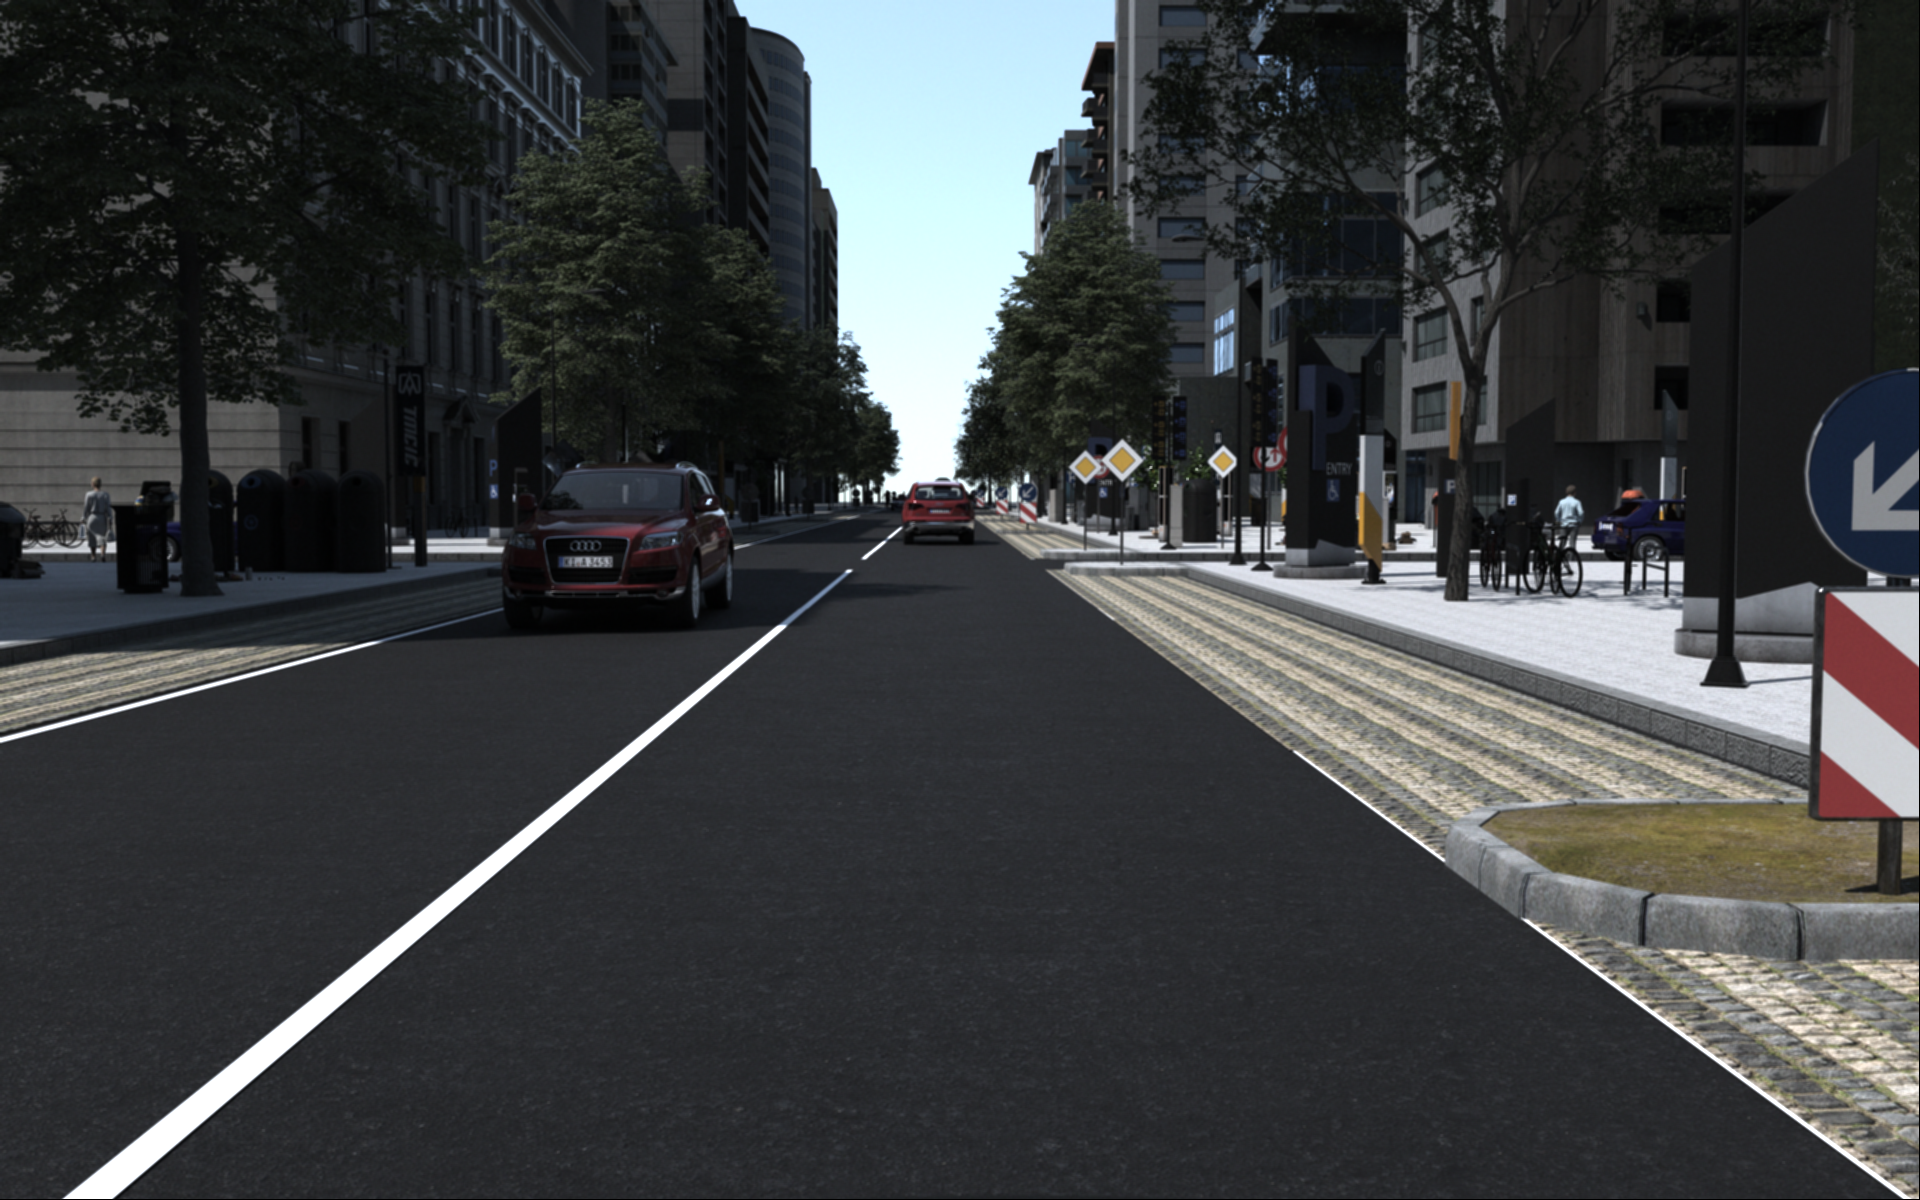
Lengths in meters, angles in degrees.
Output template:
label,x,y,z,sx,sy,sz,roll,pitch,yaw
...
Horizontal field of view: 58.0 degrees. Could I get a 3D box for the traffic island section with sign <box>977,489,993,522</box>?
label,x,y,z,sx,sy,sz,roll,pitch,yaw
traffic island section with sign,2.024,-4.925,89.148,1.989,1.847,2.006,0,4,-1

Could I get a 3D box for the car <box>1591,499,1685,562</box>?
label,x,y,z,sx,sy,sz,roll,pitch,yaw
car,15.130,-1.404,35.539,3.894,1.354,1.945,0,4,0

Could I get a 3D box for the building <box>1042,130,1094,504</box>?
label,x,y,z,sx,sy,sz,roll,pitch,yaw
building,22.367,-37.286,229.238,23.786,49.044,30.456,0,4,-1

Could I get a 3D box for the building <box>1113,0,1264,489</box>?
label,x,y,z,sx,sy,sz,roll,pitch,yaw
building,22.870,-36.488,138.577,21.231,58.520,28.212,0,4,-1

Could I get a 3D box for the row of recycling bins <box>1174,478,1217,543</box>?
label,x,y,z,sx,sy,sz,roll,pitch,yaw
row of recycling bins,6.346,-2.444,47.076,1.069,1.692,3.534,0,4,-1

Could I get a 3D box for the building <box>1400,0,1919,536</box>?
label,x,y,z,sx,sy,sz,roll,pitch,yaw
building,23.051,-17.374,55.774,14.107,30.474,14.160,0,4,-1

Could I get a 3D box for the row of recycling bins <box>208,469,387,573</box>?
label,x,y,z,sx,sy,sz,roll,pitch,yaw
row of recycling bins,-11.179,-1.319,28.679,3.534,1.692,1.069,1,4,9

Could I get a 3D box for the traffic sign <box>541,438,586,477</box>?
label,x,y,z,sx,sy,sz,roll,pitch,yaw
traffic sign,-7.125,-1.683,31.154,0.795,2.450,0.064,0,4,-1

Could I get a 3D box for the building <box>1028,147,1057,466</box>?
label,x,y,z,sx,sy,sz,roll,pitch,yaw
building,25.147,-40.982,259.285,28.713,52.752,27.495,0,4,-1

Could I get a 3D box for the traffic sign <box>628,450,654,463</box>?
label,x,y,z,sx,sy,sz,roll,pitch,yaw
traffic sign,-7.207,-2.171,39.139,0.795,2.450,0.064,0,4,-1

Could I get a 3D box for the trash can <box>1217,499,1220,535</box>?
label,x,y,z,sx,sy,sz,roll,pitch,yaw
trash can,8.238,-2.639,54.798,0.748,1.137,0.748,0,3,0

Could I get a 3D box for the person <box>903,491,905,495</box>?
label,x,y,z,sx,sy,sz,roll,pitch,yaw
person,-8.506,-15.643,263.900,0.705,1.869,1.348,1,4,16

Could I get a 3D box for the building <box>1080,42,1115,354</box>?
label,x,y,z,sx,sy,sz,roll,pitch,yaw
building,23.140,-31.385,167.770,22.147,44.769,28.867,0,4,-1

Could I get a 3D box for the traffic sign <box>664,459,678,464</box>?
label,x,y,z,sx,sy,sz,roll,pitch,yaw
traffic sign,-10.528,-3.862,63.253,0.768,2.556,0.104,0,4,5

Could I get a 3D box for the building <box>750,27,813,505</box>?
label,x,y,z,sx,sy,sz,roll,pitch,yaw
building,-30.230,-41.393,218.767,21.231,58.520,28.212,0,4,-1

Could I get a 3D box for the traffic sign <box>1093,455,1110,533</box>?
label,x,y,z,sx,sy,sz,roll,pitch,yaw
traffic sign,4.532,-3.461,56.698,0.768,2.556,0.104,0,4,3

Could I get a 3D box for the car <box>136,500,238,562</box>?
label,x,y,z,sx,sy,sz,roll,pitch,yaw
car,-14.793,-1.402,35.501,3.894,1.354,1.945,0,4,-1

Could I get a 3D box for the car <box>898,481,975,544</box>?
label,x,y,z,sx,sy,sz,roll,pitch,yaw
car,-0.674,-2.576,50.787,2.281,1.827,5.304,0,4,-3

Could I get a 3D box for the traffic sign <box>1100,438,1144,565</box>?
label,x,y,z,sx,sy,sz,roll,pitch,yaw
traffic sign,2.919,-1.688,31.237,0.795,2.450,0.064,0,4,-1

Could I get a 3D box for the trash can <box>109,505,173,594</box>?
label,x,y,z,sx,sy,sz,roll,pitch,yaw
trash can,-10.612,-0.662,22.472,0.748,1.137,0.748,0,3,0

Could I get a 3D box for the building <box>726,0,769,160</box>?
label,x,y,z,sx,sy,sz,roll,pitch,yaw
building,-30.391,-33.442,170.480,21.300,48.544,21.600,0,4,-1

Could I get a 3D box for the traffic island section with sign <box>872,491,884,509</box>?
label,x,y,z,sx,sy,sz,roll,pitch,yaw
traffic island section with sign,-8.535,-9.606,165.693,1.989,1.847,2.006,0,4,-1

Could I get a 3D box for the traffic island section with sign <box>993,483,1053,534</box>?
label,x,y,z,sx,sy,sz,roll,pitch,yaw
traffic island section with sign,2.295,-3.276,62.195,1.989,1.847,2.006,0,4,-1

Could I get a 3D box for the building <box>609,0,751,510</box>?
label,x,y,z,sx,sy,sz,roll,pitch,yaw
building,-28.533,-43.412,148.041,20.563,71.187,20.611,0,4,-1

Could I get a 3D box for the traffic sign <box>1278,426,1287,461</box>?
label,x,y,z,sx,sy,sz,roll,pitch,yaw
traffic sign,5.933,-1.847,30.311,0.768,2.556,0.104,0,4,4

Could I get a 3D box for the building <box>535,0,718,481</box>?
label,x,y,z,sx,sy,sz,roll,pitch,yaw
building,-34.423,-26.552,126.011,32.217,40.220,23.993,0,4,-1

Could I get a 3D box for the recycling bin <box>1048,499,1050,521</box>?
label,x,y,z,sx,sy,sz,roll,pitch,yaw
recycling bin,4.601,-4.249,82.028,0.722,1.027,0.722,1,4,21

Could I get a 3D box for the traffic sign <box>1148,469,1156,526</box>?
label,x,y,z,sx,sy,sz,roll,pitch,yaw
traffic sign,6.377,-3.371,56.307,0.795,2.450,0.064,0,4,2

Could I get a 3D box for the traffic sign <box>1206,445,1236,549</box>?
label,x,y,z,sx,sy,sz,roll,pitch,yaw
traffic sign,6.152,-2.406,40.528,0.795,2.450,0.064,0,4,4

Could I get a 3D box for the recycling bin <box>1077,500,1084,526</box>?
label,x,y,z,sx,sy,sz,roll,pitch,yaw
recycling bin,5.164,-3.505,69.865,0.722,1.027,0.722,2,4,25

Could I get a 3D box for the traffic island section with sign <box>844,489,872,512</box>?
label,x,y,z,sx,sy,sz,roll,pitch,yaw
traffic island section with sign,-8.254,-7.958,138.740,1.989,1.847,2.006,0,4,-1

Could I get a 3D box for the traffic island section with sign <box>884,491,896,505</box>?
label,x,y,z,sx,sy,sz,roll,pitch,yaw
traffic island section with sign,-9.117,-13.038,221.797,1.989,1.847,2.006,0,4,-1

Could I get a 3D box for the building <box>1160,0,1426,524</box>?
label,x,y,z,sx,sy,sz,roll,pitch,yaw
building,23.236,-47.405,87.742,22.319,86.520,31.000,0,4,-1

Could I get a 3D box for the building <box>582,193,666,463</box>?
label,x,y,z,sx,sy,sz,roll,pitch,yaw
building,-23.298,-14.393,99.956,10.561,19.102,19.286,0,4,-1

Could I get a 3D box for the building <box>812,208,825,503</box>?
label,x,y,z,sx,sy,sz,roll,pitch,yaw
building,-26.428,-34.139,241.759,14.154,41.232,14.086,0,4,-1

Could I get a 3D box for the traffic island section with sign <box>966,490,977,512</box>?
label,x,y,z,sx,sy,sz,roll,pitch,yaw
traffic island section with sign,1.507,-7.975,139.013,1.989,1.847,2.006,0,4,-1

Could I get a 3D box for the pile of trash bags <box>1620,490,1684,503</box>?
label,x,y,z,sx,sy,sz,roll,pitch,yaw
pile of trash bags,16.784,-1.935,41.397,3.447,1.369,1.912,-3,5,-42

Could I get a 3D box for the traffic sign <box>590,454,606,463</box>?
label,x,y,z,sx,sy,sz,roll,pitch,yaw
traffic sign,-11.315,-3.334,54.610,0.768,2.556,0.104,0,4,2

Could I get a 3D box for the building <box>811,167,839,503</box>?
label,x,y,z,sx,sy,sz,roll,pitch,yaw
building,-29.548,-38.891,259.572,21.300,48.544,21.600,0,4,-1

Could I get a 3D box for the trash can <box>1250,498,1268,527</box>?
label,x,y,z,sx,sy,sz,roll,pitch,yaw
trash can,11.704,-3.436,67.825,0.748,1.137,0.748,0,3,0

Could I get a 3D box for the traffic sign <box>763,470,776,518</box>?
label,x,y,z,sx,sy,sz,roll,pitch,yaw
traffic sign,-10.053,-5.560,91.008,0.768,2.556,0.104,0,4,4

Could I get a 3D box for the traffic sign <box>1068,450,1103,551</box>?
label,x,y,z,sx,sy,sz,roll,pitch,yaw
traffic sign,2.837,-2.176,39.221,0.795,2.450,0.064,0,4,-1

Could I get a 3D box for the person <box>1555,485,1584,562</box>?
label,x,y,z,sx,sy,sz,roll,pitch,yaw
person,12.028,-1.458,34.155,0.330,1.601,0.589,-3,5,-43

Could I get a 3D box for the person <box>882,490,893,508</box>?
label,x,y,z,sx,sy,sz,roll,pitch,yaw
person,-7.236,-10.013,172.175,1.348,1.831,0.705,2,4,24

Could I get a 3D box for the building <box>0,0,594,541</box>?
label,x,y,z,sx,sy,sz,roll,pitch,yaw
building,-26.701,-17.828,67.901,17.030,29.872,44.131,0,4,-1

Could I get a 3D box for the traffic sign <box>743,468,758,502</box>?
label,x,y,z,sx,sy,sz,roll,pitch,yaw
traffic sign,-10.318,-5.216,85.390,0.768,2.556,0.104,0,4,8

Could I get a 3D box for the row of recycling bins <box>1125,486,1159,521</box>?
label,x,y,z,sx,sy,sz,roll,pitch,yaw
row of recycling bins,7.892,-4.642,83.002,3.534,1.692,1.069,2,4,29

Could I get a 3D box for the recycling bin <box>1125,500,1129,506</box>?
label,x,y,z,sx,sy,sz,roll,pitch,yaw
recycling bin,6.906,-3.481,69.468,0.722,1.027,0.722,-2,4,-25

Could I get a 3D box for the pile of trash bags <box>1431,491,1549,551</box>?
label,x,y,z,sx,sy,sz,roll,pitch,yaw
pile of trash bags,12.132,-1.874,40.386,1.912,1.369,3.447,-1,4,-21

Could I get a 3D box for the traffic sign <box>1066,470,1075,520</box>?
label,x,y,z,sx,sy,sz,roll,pitch,yaw
traffic sign,5.532,-5.256,86.037,0.768,2.556,0.104,0,4,5

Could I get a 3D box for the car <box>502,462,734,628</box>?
label,x,y,z,sx,sy,sz,roll,pitch,yaw
car,-3.865,-0.707,20.237,2.281,1.827,5.304,0,4,-1

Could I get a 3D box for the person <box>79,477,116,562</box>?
label,x,y,z,sx,sy,sz,roll,pitch,yaw
person,-17.455,-1.598,34.981,0.694,1.780,0.624,-1,4,-18

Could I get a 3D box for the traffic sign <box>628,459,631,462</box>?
label,x,y,z,sx,sy,sz,roll,pitch,yaw
traffic sign,-11.835,-3.818,62.530,0.768,2.556,0.104,0,4,5

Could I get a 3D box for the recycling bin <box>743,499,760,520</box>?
label,x,y,z,sx,sy,sz,roll,pitch,yaw
recycling bin,-10.476,-4.548,86.906,0.722,1.027,0.722,-1,4,-21

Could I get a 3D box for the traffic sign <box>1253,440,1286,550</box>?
label,x,y,z,sx,sy,sz,roll,pitch,yaw
traffic sign,7.102,-2.425,39.751,0.768,2.556,0.104,0,4,5

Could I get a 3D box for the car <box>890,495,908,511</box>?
label,x,y,z,sx,sy,sz,roll,pitch,yaw
car,-5.186,-8.519,151.859,1.945,1.354,3.894,0,4,-1
